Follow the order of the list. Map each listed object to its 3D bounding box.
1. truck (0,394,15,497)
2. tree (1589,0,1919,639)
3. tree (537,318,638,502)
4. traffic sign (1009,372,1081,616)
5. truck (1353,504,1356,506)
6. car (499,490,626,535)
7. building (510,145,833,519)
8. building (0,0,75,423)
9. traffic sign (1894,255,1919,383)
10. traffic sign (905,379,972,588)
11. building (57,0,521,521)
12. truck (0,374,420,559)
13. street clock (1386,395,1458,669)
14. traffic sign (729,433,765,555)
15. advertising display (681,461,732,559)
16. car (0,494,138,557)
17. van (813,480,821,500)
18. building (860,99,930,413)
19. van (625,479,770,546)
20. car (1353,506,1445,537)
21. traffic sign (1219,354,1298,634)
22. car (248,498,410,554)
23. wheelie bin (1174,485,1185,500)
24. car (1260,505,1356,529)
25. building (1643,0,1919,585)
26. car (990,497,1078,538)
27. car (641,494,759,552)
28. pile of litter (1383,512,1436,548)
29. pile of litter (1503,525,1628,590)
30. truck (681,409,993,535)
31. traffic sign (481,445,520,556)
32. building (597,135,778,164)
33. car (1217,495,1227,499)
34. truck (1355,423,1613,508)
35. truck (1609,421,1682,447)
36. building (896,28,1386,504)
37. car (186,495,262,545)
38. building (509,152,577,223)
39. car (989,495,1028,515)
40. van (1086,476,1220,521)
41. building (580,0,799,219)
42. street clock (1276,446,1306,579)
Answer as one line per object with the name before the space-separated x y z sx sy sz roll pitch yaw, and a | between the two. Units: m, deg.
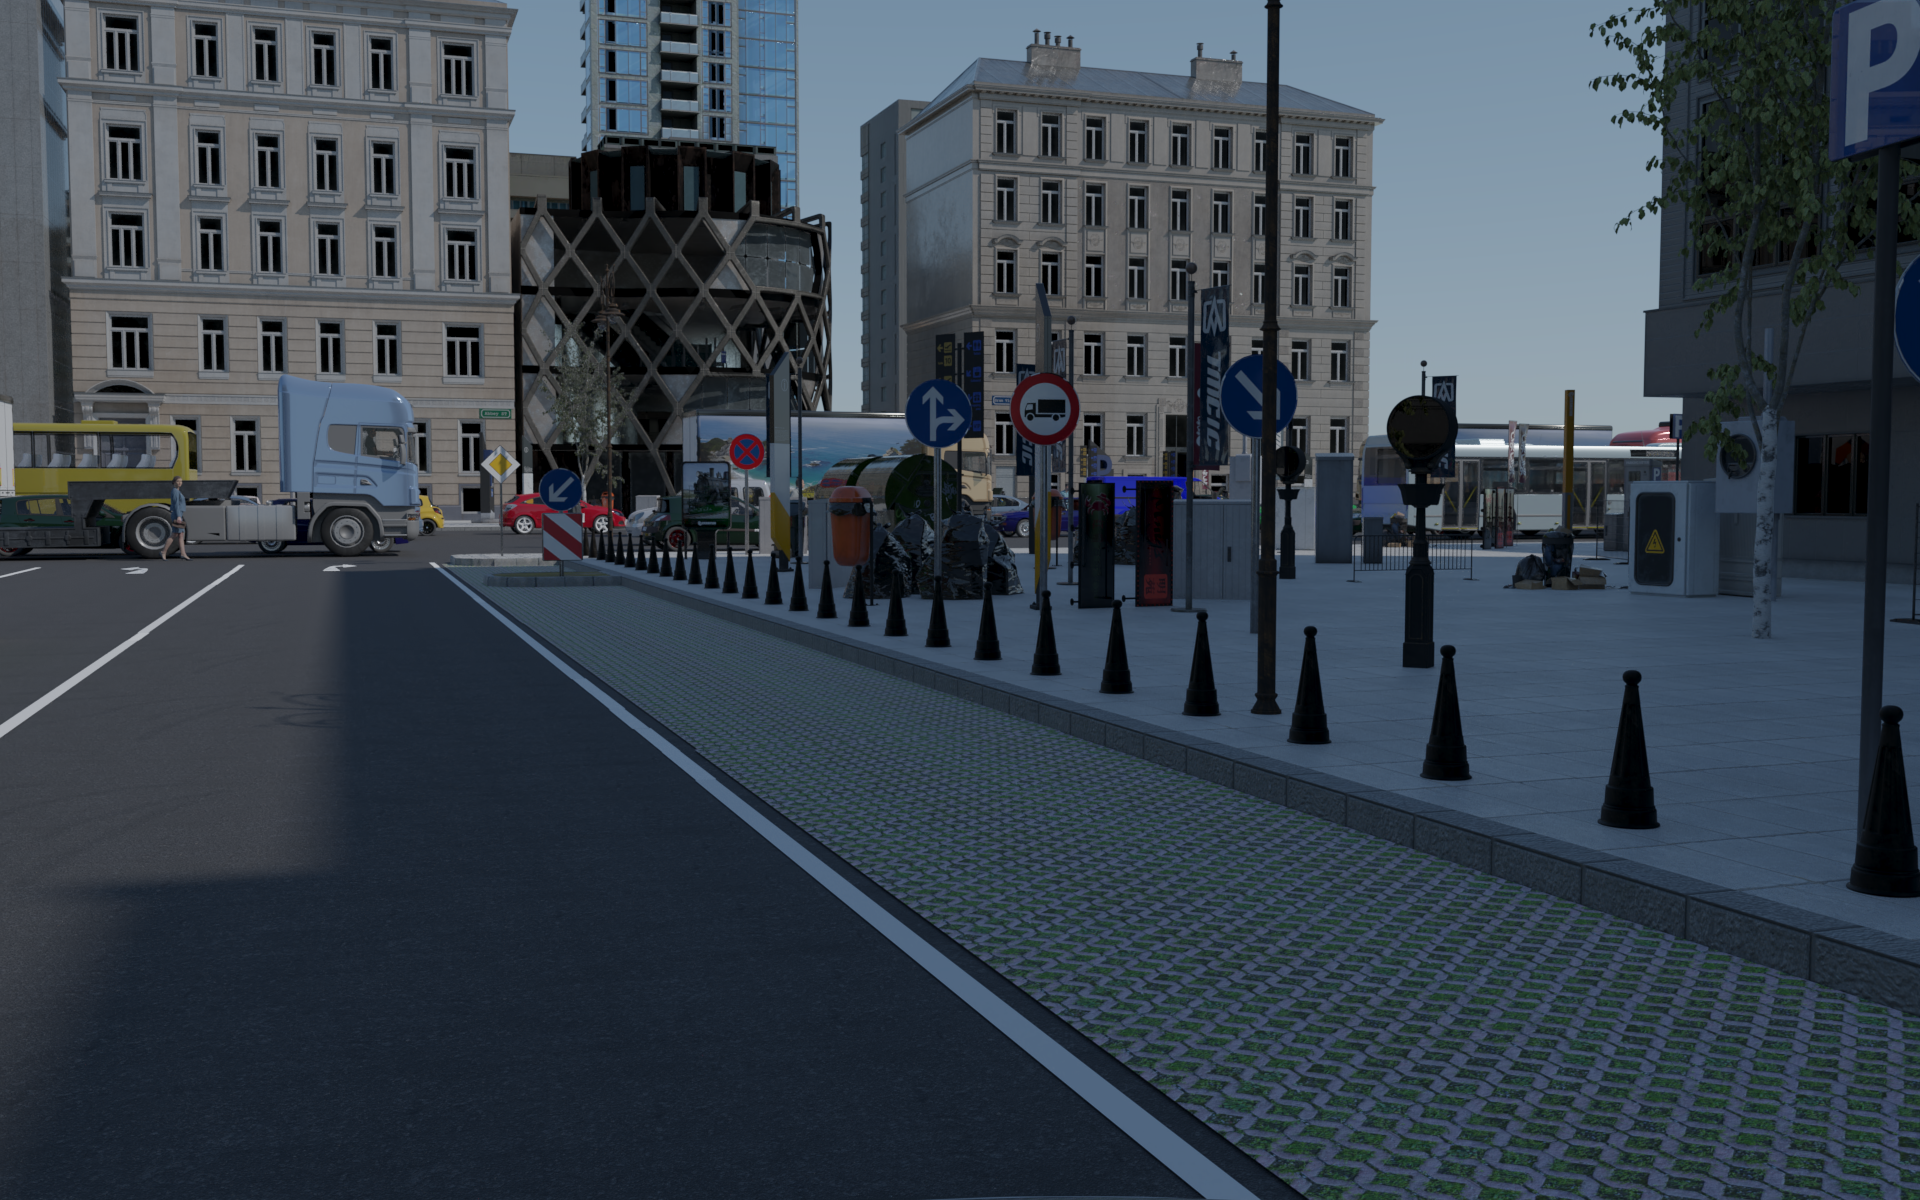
truck | -32.058 -3.541 46.813 11.283 4.237 2.839 -1 4 -19
tree | 7.372 -3.969 15.257 4.737 8.622 4.395 0 3 0
tree | -15.559 -7.429 71.821 4.360 8.622 3.978 0 3 0
traffic sign | 0.883 -1.108 18.219 0.768 2.556 0.104 -1 4 -11
truck | 22.863 -5.448 78.838 18.799 4.110 2.967 -1 4 -18
car | -14.310 -3.265 62.416 4.494 1.783 2.155 -1 4 -20
building | -15.596 -13.814 93.307 16.811 18.784 16.820 -1 4 -19
building | -51.738 -15.942 78.667 19.932 24.808 12.078 -1 4 -19
traffic sign | 5.017 -0.534 8.840 0.768 2.556 0.104 -1 4 -14
traffic sign | -0.248 -1.172 19.271 0.768 2.556 0.104 -1 4 -14
building | -32.803 -18.372 86.294 20.117 28.700 13.634 -1 4 -19
truck | -20.935 -2.938 37.803 18.799 4.110 2.967 -1 4 -21
street clock | 3.402 -0.503 12.790 0.471 2.002 0.358 2 4 31
traffic sign | -4.499 -2.228 36.536 0.768 2.556 0.104 -1 4 -19
advertising display | -4.971 -1.758 33.957 0.974 1.923 0.123 0 4 5
car | -20.752 -1.899 40.833 4.222 1.686 2.009 -1 4 -20
van | -1.978 -2.470 47.400 4.112 2.044 2.013 -1 4 -18
building | -2.020 -30.640 184.563 14.086 41.232 14.154 -1 4 -19
van | -7.362 -2.563 48.913 4.112 2.044 2.013 -1 4 -18
car | 14.607 -2.983 58.566 4.222 1.686 2.009 -1 4 -19
traffic sign | 2.710 -0.964 15.869 0.768 2.556 0.104 -1 4 -13
car | -15.535 -1.842 42.697 3.894 1.354 1.945 -1 4 -18
wheelie bin | 4.721 -1.922 39.339 0.693 1.594 0.980 -1 4 -9
car | 12.692 -3.460 65.364 4.718 1.807 1.959 -1 4 -18
building | 21.984 -12.021 15.607 14.314 24.678 30.058 -1 4 -19
car | 2.983 -2.785 58.108 3.894 1.354 1.945 -1 4 -20
car | -6.014 -2.108 44.250 4.222 1.686 2.009 -1 4 -21
pile of litter | 10.873 -1.721 42.106 1.719 0.858 1.176 -1 4 -16
pile of litter | 8.269 -0.587 23.568 1.719 0.858 1.176 1 4 12
truck | -3.828 -4.355 60.113 11.283 4.237 2.839 -1 4 -21
traffic sign | -9.432 -1.954 35.596 0.795 2.450 0.064 -1 4 -19
building | -23.352 -22.790 144.317 14.160 30.474 14.107 -1 4 -19
car | 10.721 -3.910 73.721 4.222 1.686 2.009 -1 4 -21
truck | 20.905 -4.966 70.112 11.283 4.237 2.839 -1 4 -18
truck | 29.564 -4.762 66.775 11.283 4.237 2.839 -1 4 -20
building | 10.165 -18.506 99.832 25.104 27.353 12.463 -1 4 -19
car | -20.786 -2.326 50.036 4.499 1.417 2.014 -1 4 -20
building | -58.166 -38.306 250.001 21.600 48.544 21.300 -1 4 -19
car | 0.824 -3.270 65.469 4.499 1.417 2.014 -1 4 -19
van | 6.992 -3.438 60.590 5.245 2.365 2.240 -1 4 -19
building | -27.570 -52.138 165.126 22.319 86.520 31.000 -1 4 -19
street clock | 4.950 -1.318 26.126 0.471 2.002 0.358 3 4 37
